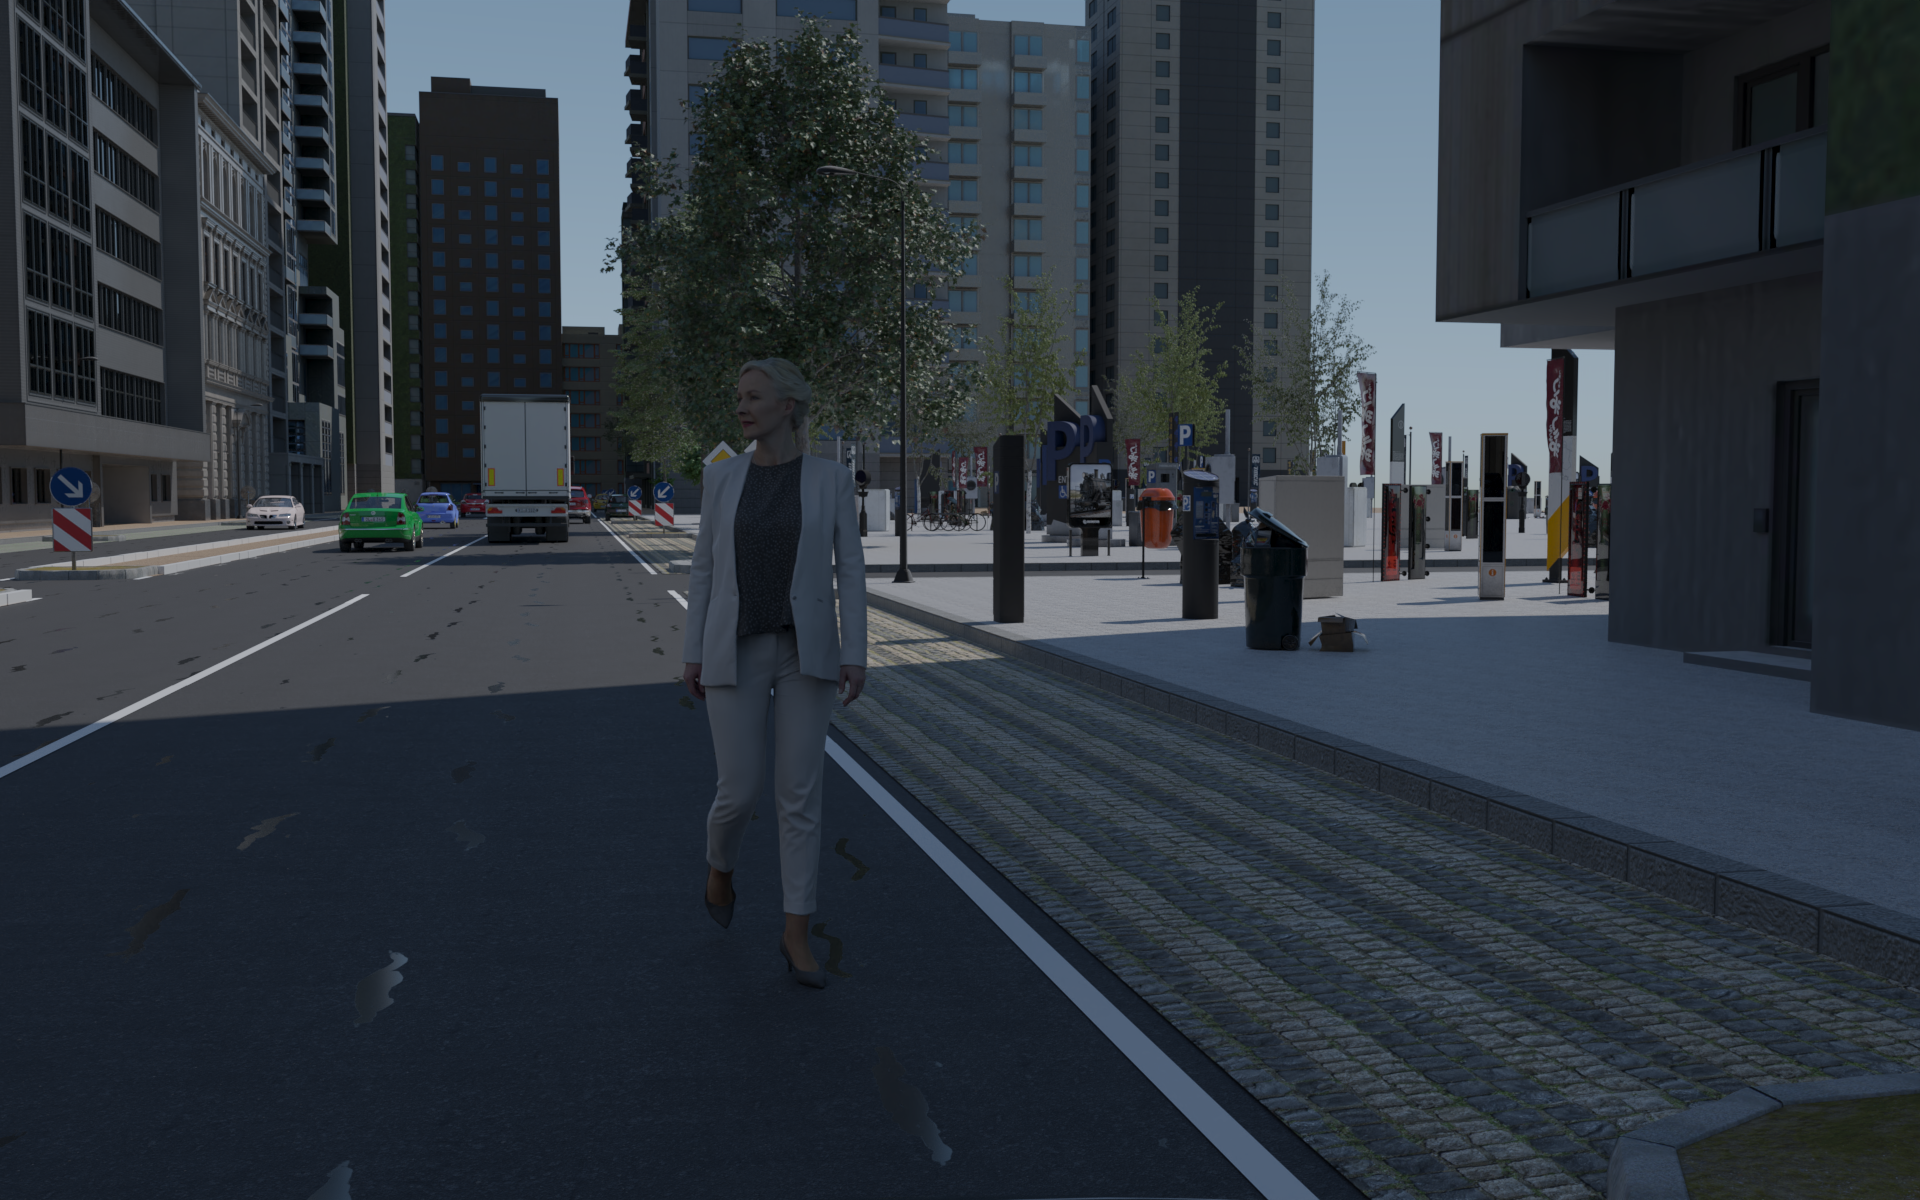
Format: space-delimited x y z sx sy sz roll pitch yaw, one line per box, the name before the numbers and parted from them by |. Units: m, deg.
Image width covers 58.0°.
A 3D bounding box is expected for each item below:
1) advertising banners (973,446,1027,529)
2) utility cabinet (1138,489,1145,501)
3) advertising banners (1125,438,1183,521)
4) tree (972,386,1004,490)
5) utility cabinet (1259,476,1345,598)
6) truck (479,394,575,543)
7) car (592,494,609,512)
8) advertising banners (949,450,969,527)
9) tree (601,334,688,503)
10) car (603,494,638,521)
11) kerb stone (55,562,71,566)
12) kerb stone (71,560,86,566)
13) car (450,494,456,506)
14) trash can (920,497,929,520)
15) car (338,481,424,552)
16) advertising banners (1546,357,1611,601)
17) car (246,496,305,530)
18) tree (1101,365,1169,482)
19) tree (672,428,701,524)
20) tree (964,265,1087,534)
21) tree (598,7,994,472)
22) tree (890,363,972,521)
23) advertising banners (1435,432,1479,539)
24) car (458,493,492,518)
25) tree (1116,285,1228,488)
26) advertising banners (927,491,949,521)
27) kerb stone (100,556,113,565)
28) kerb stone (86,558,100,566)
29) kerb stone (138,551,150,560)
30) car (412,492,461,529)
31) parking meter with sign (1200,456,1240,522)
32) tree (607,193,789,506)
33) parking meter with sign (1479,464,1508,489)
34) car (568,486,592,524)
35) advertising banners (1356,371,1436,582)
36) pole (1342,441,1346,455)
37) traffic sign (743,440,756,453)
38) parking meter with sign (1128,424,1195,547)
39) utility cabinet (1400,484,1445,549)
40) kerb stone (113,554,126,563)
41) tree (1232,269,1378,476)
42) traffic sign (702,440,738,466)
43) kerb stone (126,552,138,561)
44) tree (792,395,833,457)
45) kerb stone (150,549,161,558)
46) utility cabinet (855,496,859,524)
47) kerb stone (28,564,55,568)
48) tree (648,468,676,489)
advertising banners | 1.524 -4.127 63.660 2.074 3.025 0.090 0 4 2
utility cabinet | 8.539 -4.188 77.155 1.173 1.500 0.318 1 4 18
advertising banners | 6.145 -3.553 54.272 2.074 3.025 0.090 1 4 23
tree | 0.096 -8.940 96.531 4.360 8.622 3.978 0 3 0
utility cabinet | 4.167 -0.764 21.175 1.173 1.500 0.318 -2 4 -34
truck | -13.488 -3.996 54.246 2.839 4.237 11.283 -1 4 -13
car | -28.995 -8.009 141.170 2.015 1.641 3.980 -1 4 -11
advertising banners | -0.044 -4.428 68.592 0.090 3.025 2.074 -1 4 -15
tree | -17.622 -10.250 101.997 7.601 10.594 8.767 -1 4 -15
car | -18.178 -5.090 93.009 2.009 1.686 4.222 -1 4 -11
kerb stone | -16.606 -0.590 31.848 0.120 0.150 1.000 -1 4 -13
kerb stone | -16.836 -0.648 32.848 0.120 0.150 1.000 -1 4 -13
car | -50.666 -9.823 170.398 2.009 1.686 4.222 -1 4 -11
trash can | -1.705 -4.470 84.738 0.748 1.137 0.748 0 3 0
car | -14.849 -2.186 44.534 1.959 1.807 4.718 -1 4 -13
advertising banners | 7.732 -1.553 21.581 0.090 3.025 2.074 0 4 -5
car | -27.986 -3.579 70.875 2.083 1.381 4.827 -1 4 -14
tree | 9.817 -9.061 98.511 4.360 8.622 3.978 0 3 0
tree | -10.639 -5.501 73.653 4.285 4.588 4.351 0 3 0
tree | 2.197 -6.476 56.251 4.737 8.622 4.395 0 3 0
tree | -3.789 -7.607 41.386 9.611 12.733 9.660 0 3 0
tree | -1.821 -7.815 78.136 4.360 8.622 3.978 0 3 0
advertising banners | 14.070 -3.246 49.266 2.074 3.025 0.090 -2 4 -30
car | -29.955 -6.002 107.166 2.155 1.783 4.494 -1 4 -14
tree | 7.619 -6.821 61.884 4.737 8.622 4.395 0 3 0
advertising banners | -0.542 -5.225 81.609 2.074 3.025 0.090 -1 4 -19
kerb stone | -17.284 -0.769 34.843 0.120 0.150 1.000 -1 4 -13
kerb stone | -17.052 -0.713 33.847 0.120 0.150 1.000 -1 4 -13
kerb stone | -17.957 -0.958 37.864 0.120 0.150 1.000 -1 4 -13
car | -21.893 -3.839 72.366 1.945 1.707 3.694 -1 4 -14
parking meter with sign | 11.840 -5.054 78.897 1.738 3.016 0.543 0 4 -6
tree | -9.170 -8.977 64.897 7.486 12.596 7.792 0 3 0
parking meter with sign | 24.919 -5.232 81.798 1.738 3.016 0.543 2 4 34
car | -19.171 -4.658 84.833 2.281 1.827 5.304 -1 4 -14
advertising banners | 6.358 -1.789 25.431 0.090 3.025 2.074 3 5 44
pole | 14.656 -4.428 66.240 0.158 3.312 0.155 0 3 0
traffic sign | -2.675 -1.280 24.565 0.795 2.450 0.064 -1 4 -13
parking meter with sign | 4.949 -2.841 42.706 1.738 3.016 0.543 -2 4 -34
utility cabinet | 10.710 -1.922 40.098 1.173 1.500 0.318 0 4 -3
kerb stone | -17.502 -0.825 35.842 0.120 0.150 1.000 -1 4 -13
tree | 11.150 -6.475 56.236 4.360 8.622 3.978 0 3 0
traffic sign | -4.419 -1.756 32.358 0.795 2.450 0.064 -1 4 -13
kerb stone | -17.729 -0.897 36.854 0.120 0.150 1.000 -1 4 -13
tree | -6.946 -7.835 78.472 4.737 8.622 4.395 0 3 0
kerb stone | -18.177 -1.014 38.870 0.120 0.150 1.000 -1 4 -13
utility cabinet | -4.233 -3.499 68.375 0.306 1.237 1.020 -1 4 -20
kerb stone | -16.387 -0.526 30.850 0.120 0.150 1.000 -1 4 -13
tree | -18.632 -7.021 109.398 1.663 3.219 1.824 0 3 0
